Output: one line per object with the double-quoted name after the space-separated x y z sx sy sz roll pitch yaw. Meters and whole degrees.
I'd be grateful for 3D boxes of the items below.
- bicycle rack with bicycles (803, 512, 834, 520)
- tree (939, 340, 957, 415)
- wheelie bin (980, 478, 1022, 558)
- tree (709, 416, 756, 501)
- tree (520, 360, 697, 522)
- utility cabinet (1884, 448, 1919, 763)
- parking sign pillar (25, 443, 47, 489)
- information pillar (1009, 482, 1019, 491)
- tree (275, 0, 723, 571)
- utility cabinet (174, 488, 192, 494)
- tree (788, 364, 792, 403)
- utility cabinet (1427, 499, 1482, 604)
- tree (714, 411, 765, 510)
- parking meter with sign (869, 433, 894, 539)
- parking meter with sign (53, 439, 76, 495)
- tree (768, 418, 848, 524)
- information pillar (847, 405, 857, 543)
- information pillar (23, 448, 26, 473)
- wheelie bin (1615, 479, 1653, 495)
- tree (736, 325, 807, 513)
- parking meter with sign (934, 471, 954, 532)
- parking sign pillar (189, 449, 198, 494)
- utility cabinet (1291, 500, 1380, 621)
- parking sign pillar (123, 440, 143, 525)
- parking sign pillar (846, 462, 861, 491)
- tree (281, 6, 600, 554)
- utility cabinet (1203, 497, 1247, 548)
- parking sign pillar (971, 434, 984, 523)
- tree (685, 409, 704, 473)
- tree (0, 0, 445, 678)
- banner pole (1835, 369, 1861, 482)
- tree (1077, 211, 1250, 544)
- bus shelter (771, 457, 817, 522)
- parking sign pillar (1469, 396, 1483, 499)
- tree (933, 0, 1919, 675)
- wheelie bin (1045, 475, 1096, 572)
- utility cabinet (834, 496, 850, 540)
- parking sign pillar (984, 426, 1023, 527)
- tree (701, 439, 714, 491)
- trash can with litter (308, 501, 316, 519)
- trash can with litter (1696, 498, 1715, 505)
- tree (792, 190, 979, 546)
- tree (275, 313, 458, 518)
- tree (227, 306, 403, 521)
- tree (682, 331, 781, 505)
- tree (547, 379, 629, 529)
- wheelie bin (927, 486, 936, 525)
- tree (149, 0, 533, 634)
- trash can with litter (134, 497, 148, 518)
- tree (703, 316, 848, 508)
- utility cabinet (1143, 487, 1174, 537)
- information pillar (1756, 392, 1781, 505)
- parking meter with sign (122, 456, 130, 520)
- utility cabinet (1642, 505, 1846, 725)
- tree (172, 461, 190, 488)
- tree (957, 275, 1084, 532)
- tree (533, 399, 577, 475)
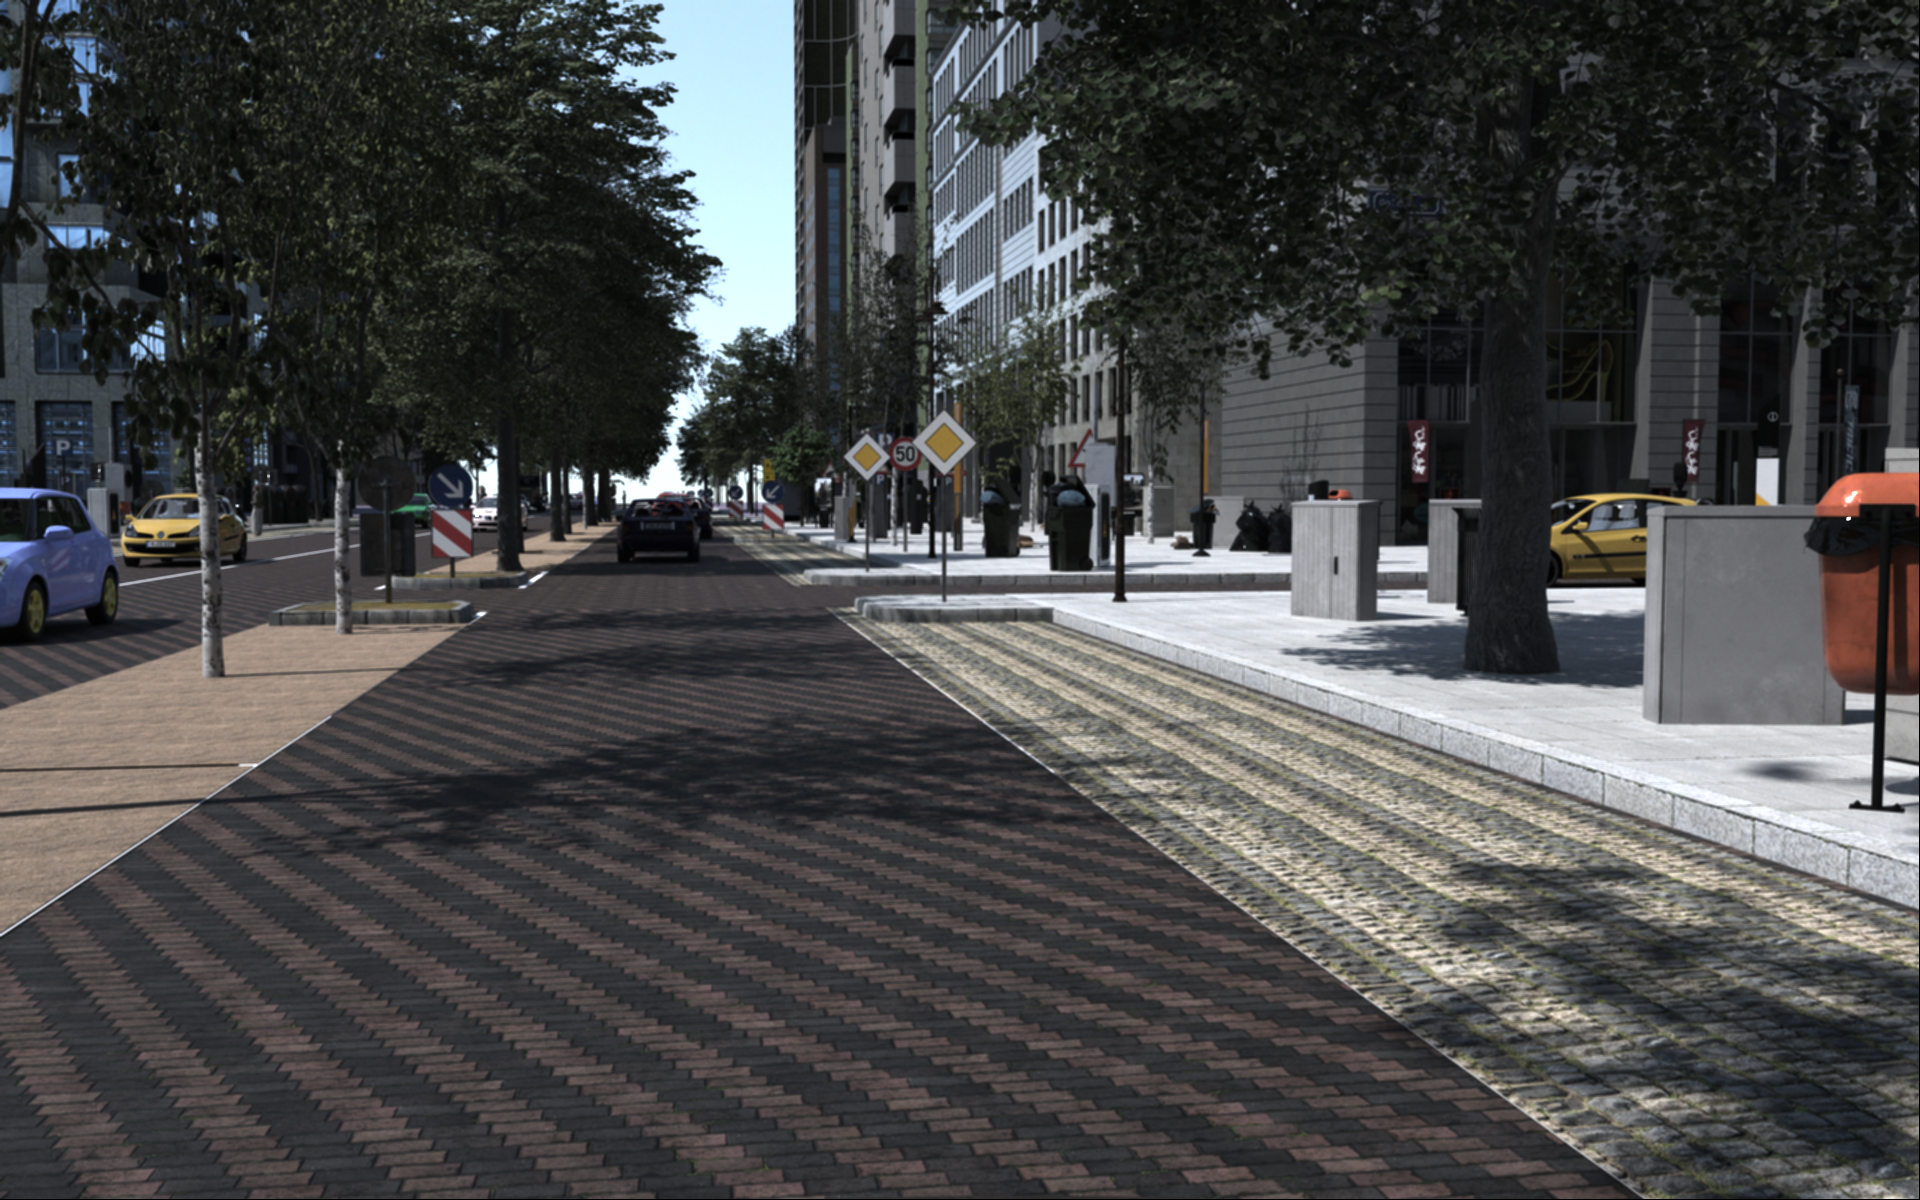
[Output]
-7.495 -4.538 87.573 2.925 0.926 2.852 -2 4 -32 "bicycle rack with bicycles"
1.198 -7.436 71.943 4.737 8.622 4.395 0 3 0 "tree"
0.809 -1.662 35.079 0.693 1.594 0.980 2 4 26 "wheelie bin"
-19.248 -12.043 147.259 4.360 8.622 3.978 0 3 0 "tree"
-18.222 -10.301 87.885 9.611 12.733 9.660 0 3 0 "tree"
5.042 0.019 8.360 1.173 1.500 0.318 -1 4 -16 "utility cabinet"
-48.515 -6.267 90.937 1.447 3.967 1.447 0 4 0 "parking sign pillar"
1.983 -3.613 63.568 0.304 2.012 0.304 -2 4 -25 "information pillar"
-8.229 -6.781 31.448 7.486 12.596 7.792 0 3 0 "tree"
-28.613 -3.377 63.888 0.318 1.500 1.173 0 4 -8 "utility cabinet"
-3.834 -6.541 57.306 4.360 8.622 3.978 0 3 0 "tree"
6.024 -0.561 20.330 1.020 1.237 0.306 1 4 15 "utility cabinet"
-16.477 -11.289 134.939 4.737 8.622 4.395 0 3 0 "tree"
-2.343 -3.298 50.189 0.543 3.016 1.738 -1 4 -14 "parking meter with sign"
-28.686 -3.636 55.701 0.543 3.016 1.738 -1 4 -20 "parking meter with sign"
-6.581 -5.590 75.111 4.285 4.588 4.351 0 3 0 "tree"
-2.849 -3.333 45.852 0.183 3.616 0.504 1 4 11 "information pillar"
-47.819 -5.945 88.557 0.183 3.616 0.504 -2 4 -30 "information pillar"
13.941 -1.713 35.920 0.980 1.594 0.693 3 5 43 "wheelie bin"
-13.658 -12.125 116.373 7.486 12.596 7.792 0 3 0 "tree"
-0.486 -3.818 58.686 0.543 3.016 1.738 -1 4 -20 "parking meter with sign"
-29.989 -4.891 68.435 1.447 3.967 1.447 0 4 -5 "parking sign pillar"
3.856 -0.412 17.896 0.306 1.237 1.020 -2 4 -30 "utility cabinet"
-34.630 -5.153 72.722 1.447 3.967 1.447 -2 4 -28 "parking sign pillar"
-5.762 -6.699 97.993 1.447 3.967 1.447 1 4 16 "parking sign pillar"
-10.766 -7.876 41.602 12.009 13.543 11.850 0 3 0 "tree"
6.387 -1.869 41.727 1.020 1.237 0.306 2 4 24 "utility cabinet"
1.205 -5.374 76.335 1.447 3.967 1.447 1 4 17 "parking sign pillar"
-21.817 -13.974 162.890 8.767 10.594 7.601 0 4 -1 "tree"
-5.759 -3.681 12.998 4.360 8.622 3.978 0 3 0 "tree"
17.795 -2.741 34.838 0.863 3.779 0.401 -2 4 -29 "banner pole"
5.164 -5.755 44.451 4.360 8.622 3.978 0 3 0 "tree"
-7.558 -5.249 79.739 2.014 3.302 5.546 -1 4 -9 "bus shelter"
13.170 -3.239 41.424 1.447 3.967 1.447 -1 4 -16 "parking sign pillar"
3.913 -6.458 12.250 9.857 13.997 8.962 0 3 0 "tree"
1.827 -1.279 28.815 0.693 1.594 0.980 -2 4 -24 "wheelie bin"
-3.313 -2.306 48.857 0.306 1.237 1.020 0 4 5 "utility cabinet"
1.794 -4.909 68.729 1.447 3.967 1.447 0 4 2 "parking sign pillar"
-25.631 -14.412 185.993 4.737 8.622 4.395 0 3 0 "tree"
-32.958 -4.657 87.526 1.055 1.170 0.624 -3 5 -42 "trash can with litter"
14.285 -1.398 33.915 2.233 1.210 1.678 -3 4 -36 "trash can with litter"
-1.616 -5.651 42.761 4.360 8.622 3.978 0 3 0 "tree"
-33.247 -10.303 94.216 9.928 11.665 9.643 0 3 0 "tree"
-30.264 -8.972 81.105 7.601 10.594 8.767 3 5 44 "tree"
-26.792 -21.038 199.866 12.611 20.169 13.585 0 3 0 "tree"
-15.100 -7.140 69.551 4.360 8.622 3.978 0 3 0 "tree"
-0.814 -3.715 68.641 0.980 1.594 0.693 -3 4 -37 "wheelie bin"
-6.351 -3.962 17.604 4.737 8.622 4.395 0 3 0 "tree"
-29.788 -3.163 63.108 0.624 1.170 1.055 -1 4 -15 "trash can with litter"
-9.250 -9.540 90.390 7.601 10.594 8.767 -1 4 -10 "tree"
5.868 -2.595 51.109 0.318 1.500 1.173 3 5 42 "utility cabinet"
18.739 -2.984 40.143 0.504 3.616 0.183 3 4 38 "information pillar"
-37.933 -5.022 78.366 1.738 3.016 0.543 2 4 26 "parking meter with sign"
4.408 0.087 9.734 1.020 1.237 0.306 0 4 3 "utility cabinet"
-41.530 -6.030 93.197 1.663 3.219 1.824 0 3 0 "tree"
2.370 -6.615 58.525 4.737 8.622 4.395 0 3 0 "tree"
-16.618 -10.298 77.482 9.857 13.997 8.962 0 3 0 "tree"
